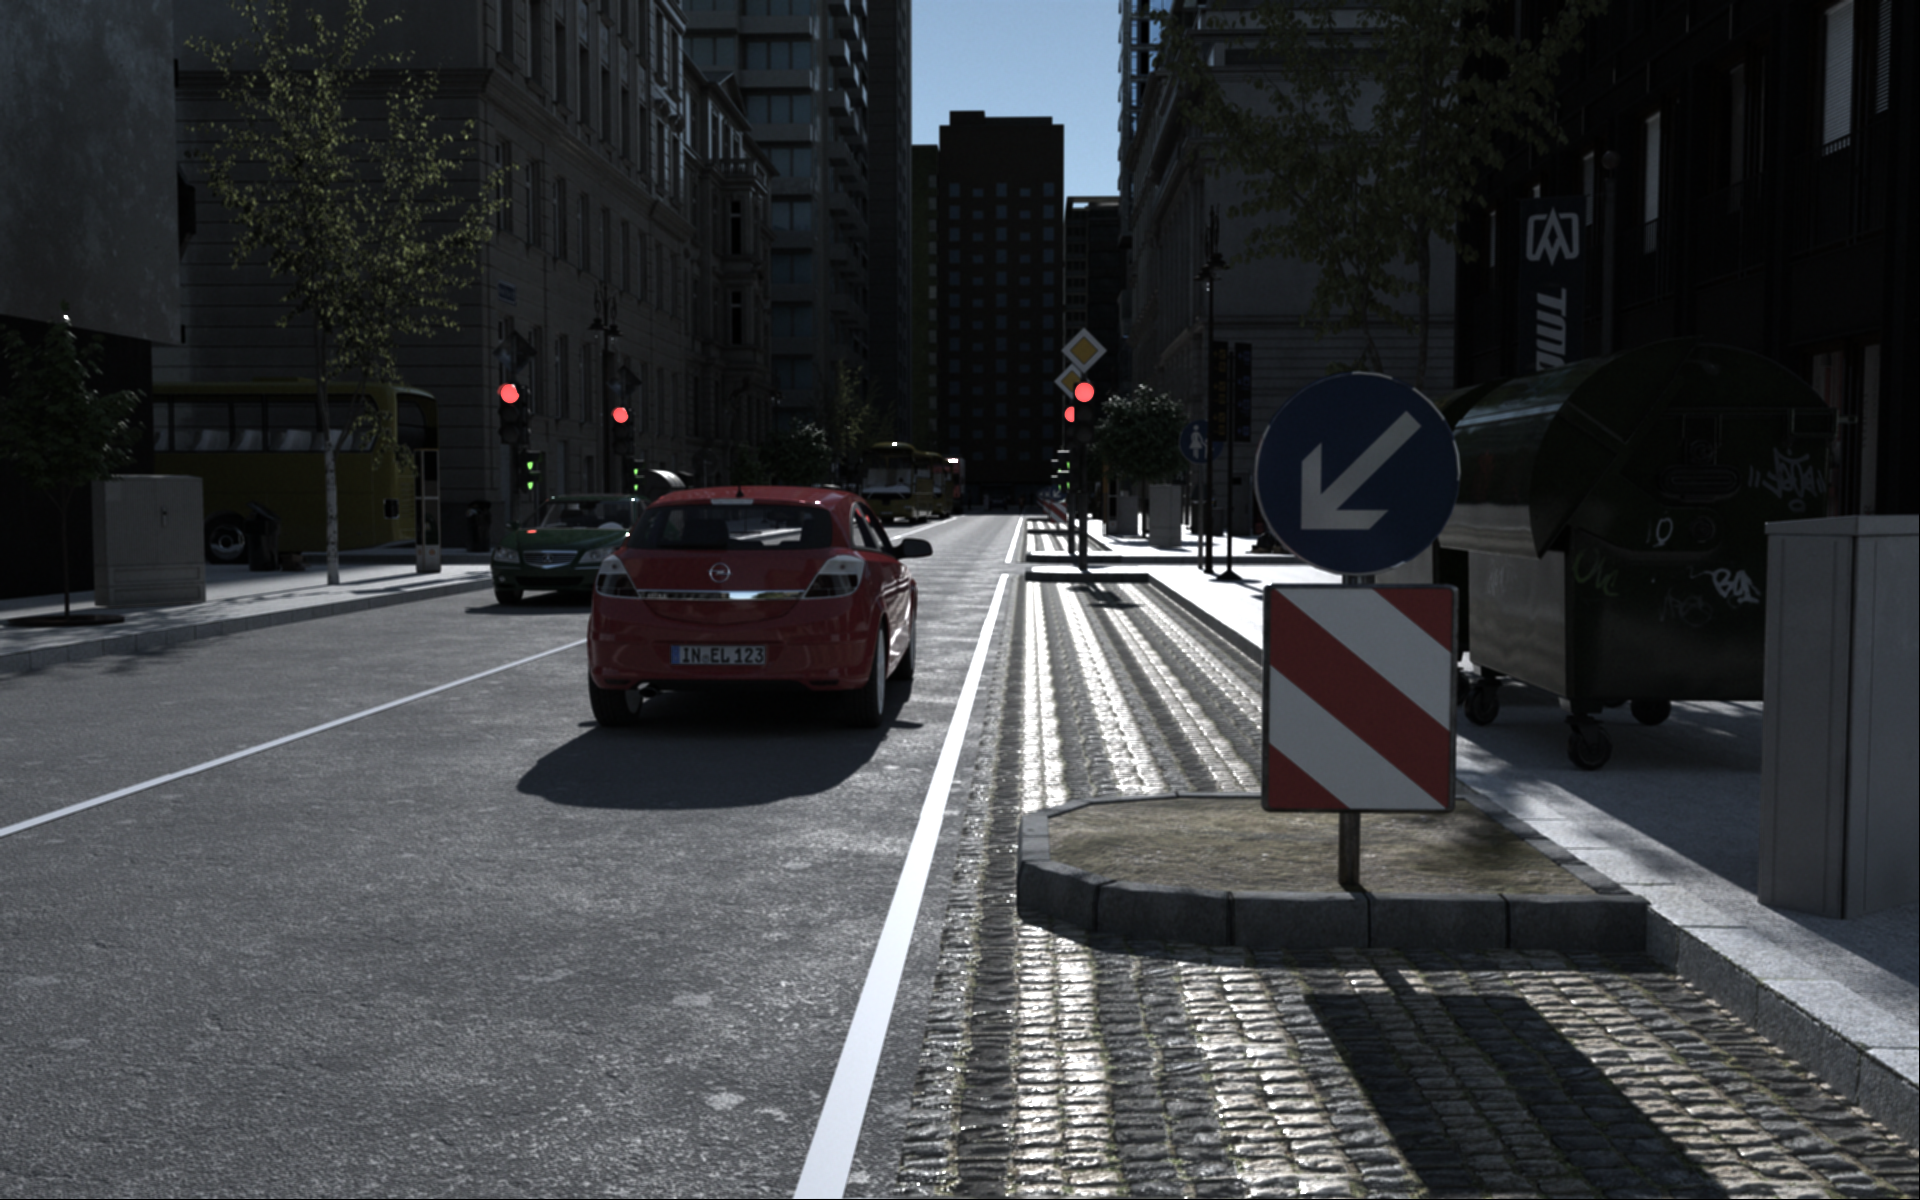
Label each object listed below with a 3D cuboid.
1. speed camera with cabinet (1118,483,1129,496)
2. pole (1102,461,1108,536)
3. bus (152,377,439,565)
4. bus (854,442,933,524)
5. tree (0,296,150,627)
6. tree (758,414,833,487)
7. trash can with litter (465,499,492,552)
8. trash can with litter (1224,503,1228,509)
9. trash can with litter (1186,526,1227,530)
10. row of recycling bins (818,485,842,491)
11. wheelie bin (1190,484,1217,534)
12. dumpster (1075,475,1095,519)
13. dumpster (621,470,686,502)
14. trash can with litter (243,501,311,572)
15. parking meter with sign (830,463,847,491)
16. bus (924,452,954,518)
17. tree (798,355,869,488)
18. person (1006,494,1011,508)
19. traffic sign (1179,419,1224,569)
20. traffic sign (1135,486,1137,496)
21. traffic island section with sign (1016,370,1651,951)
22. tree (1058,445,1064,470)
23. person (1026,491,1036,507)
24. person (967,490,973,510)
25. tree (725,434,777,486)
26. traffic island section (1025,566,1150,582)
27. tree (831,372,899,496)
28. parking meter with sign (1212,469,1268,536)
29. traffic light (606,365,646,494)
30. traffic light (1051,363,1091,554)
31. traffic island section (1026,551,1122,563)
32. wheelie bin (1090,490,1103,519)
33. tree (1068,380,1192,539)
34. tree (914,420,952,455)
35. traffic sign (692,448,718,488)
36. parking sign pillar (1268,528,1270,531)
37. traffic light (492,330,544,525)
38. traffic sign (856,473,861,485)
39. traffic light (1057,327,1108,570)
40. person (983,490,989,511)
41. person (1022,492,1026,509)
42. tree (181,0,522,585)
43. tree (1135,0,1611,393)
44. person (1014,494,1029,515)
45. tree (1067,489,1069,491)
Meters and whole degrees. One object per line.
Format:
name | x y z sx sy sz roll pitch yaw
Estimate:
speed camera with cabinet | 7.202 -5.199 79.334 0.660 3.252 2.038 1 4 21
pole | 4.424 -3.598 52.673 0.158 3.312 0.155 0 3 0
bus | -16.638 -2.593 33.942 12.252 3.916 2.896 0 4 2
bus | -3.042 -5.757 85.680 2.896 3.916 12.252 0 4 4
tree | -8.755 -1.371 17.011 1.663 3.219 1.824 0 3 0
tree | -6.756 -5.377 71.629 4.285 4.588 4.351 0 3 0
trash can with litter | -10.752 -1.649 38.347 0.624 1.170 1.055 -2 4 -31
trash can with litter | 9.107 -2.768 56.643 0.624 1.170 1.055 2 4 32
trash can with litter | 8.710 -3.149 62.547 1.678 1.210 2.233 0 4 1
row of recycling bins | -6.065 -4.535 81.258 1.069 1.692 3.534 0 4 3
wheelie bin | 7.870 -2.943 56.026 0.980 1.594 0.693 3 4 38
dumpster | 6.632 -5.377 90.411 1.502 2.255 1.985 0 4 2
dumpster | -7.461 -2.226 42.147 1.264 1.857 1.865 0 4 2
trash can with litter | -11.385 -1.072 28.910 1.055 1.170 0.624 0 4 4
parking meter with sign | -6.556 -6.094 95.906 0.543 3.016 1.738 -2 4 -32
bus | -1.934 -6.942 105.045 2.896 3.916 12.252 0 4 2
tree | -6.841 -8.675 92.193 4.360 8.622 3.978 0 3 0
person | 4.985 -10.129 177.292 0.799 1.438 0.628 1 4 22
traffic sign | 4.120 -1.804 29.608 0.768 2.556 0.104 0 4 8
traffic sign | 5.616 -3.374 55.271 0.768 2.556 0.104 1 4 10
traffic island section with sign | 1.207 0.138 6.379 1.989 1.847 2.006 0 4 2
tree | 6.821 -6.834 95.445 4.285 4.588 4.351 0 3 0
person | 7.437 -10.499 180.682 1.217 1.766 0.721 -2 4 -32
person | 0.902 -9.048 156.437 0.705 1.823 1.348 1 4 17
tree | -6.964 -3.758 56.046 1.663 3.219 1.824 0 3 0
traffic island section | 2.108 -0.433 29.368 2.009 0.180 2.903 0 4 2
tree | -5.858 -9.480 105.362 4.737 8.622 4.395 0 3 0
parking meter with sign | 8.526 -3.456 52.771 1.738 3.016 0.543 1 4 19
traffic light | -7.270 -2.977 37.599 0.839 4.253 0.868 0 4 2
traffic light | 2.384 -2.955 37.235 0.839 4.253 0.868 0 4 2
traffic island section | 2.424 -0.921 37.347 2.009 0.180 2.903 0 4 2
wheelie bin | 7.071 -4.943 88.724 0.693 1.594 0.980 2 4 30
tree | 5.312 -4.056 50.029 4.285 4.588 4.351 0 3 0
tree | -2.606 -13.562 172.103 4.737 8.622 4.395 0 3 0
traffic sign | -7.131 -2.954 48.398 0.768 2.556 0.104 1 4 8
parking sign pillar | 11.083 -4.362 59.787 1.447 3.967 1.447 0 4 5
traffic light | -7.586 -2.489 29.620 0.839 4.253 0.868 0 4 2
traffic sign | -5.680 -6.181 101.163 0.768 2.556 0.104 1 4 8
traffic light | 2.068 -2.467 29.256 0.839 4.253 0.868 0 4 2
person | 2.174 -8.328 145.329 0.551 1.740 0.621 -1 4 -13
person | 6.158 -9.541 165.966 0.415 1.643 0.593 0 4 2
tree | -8.638 -4.518 24.237 4.360 8.622 3.978 0 3 0
tree | 4.151 -4.055 16.661 4.737 8.622 4.395 0 3 0
person | 4.172 -6.481 117.729 1.065 1.426 0.557 1 4 18
tree | 9.067 -8.712 137.039 1.663 3.219 1.824 0 3 0
